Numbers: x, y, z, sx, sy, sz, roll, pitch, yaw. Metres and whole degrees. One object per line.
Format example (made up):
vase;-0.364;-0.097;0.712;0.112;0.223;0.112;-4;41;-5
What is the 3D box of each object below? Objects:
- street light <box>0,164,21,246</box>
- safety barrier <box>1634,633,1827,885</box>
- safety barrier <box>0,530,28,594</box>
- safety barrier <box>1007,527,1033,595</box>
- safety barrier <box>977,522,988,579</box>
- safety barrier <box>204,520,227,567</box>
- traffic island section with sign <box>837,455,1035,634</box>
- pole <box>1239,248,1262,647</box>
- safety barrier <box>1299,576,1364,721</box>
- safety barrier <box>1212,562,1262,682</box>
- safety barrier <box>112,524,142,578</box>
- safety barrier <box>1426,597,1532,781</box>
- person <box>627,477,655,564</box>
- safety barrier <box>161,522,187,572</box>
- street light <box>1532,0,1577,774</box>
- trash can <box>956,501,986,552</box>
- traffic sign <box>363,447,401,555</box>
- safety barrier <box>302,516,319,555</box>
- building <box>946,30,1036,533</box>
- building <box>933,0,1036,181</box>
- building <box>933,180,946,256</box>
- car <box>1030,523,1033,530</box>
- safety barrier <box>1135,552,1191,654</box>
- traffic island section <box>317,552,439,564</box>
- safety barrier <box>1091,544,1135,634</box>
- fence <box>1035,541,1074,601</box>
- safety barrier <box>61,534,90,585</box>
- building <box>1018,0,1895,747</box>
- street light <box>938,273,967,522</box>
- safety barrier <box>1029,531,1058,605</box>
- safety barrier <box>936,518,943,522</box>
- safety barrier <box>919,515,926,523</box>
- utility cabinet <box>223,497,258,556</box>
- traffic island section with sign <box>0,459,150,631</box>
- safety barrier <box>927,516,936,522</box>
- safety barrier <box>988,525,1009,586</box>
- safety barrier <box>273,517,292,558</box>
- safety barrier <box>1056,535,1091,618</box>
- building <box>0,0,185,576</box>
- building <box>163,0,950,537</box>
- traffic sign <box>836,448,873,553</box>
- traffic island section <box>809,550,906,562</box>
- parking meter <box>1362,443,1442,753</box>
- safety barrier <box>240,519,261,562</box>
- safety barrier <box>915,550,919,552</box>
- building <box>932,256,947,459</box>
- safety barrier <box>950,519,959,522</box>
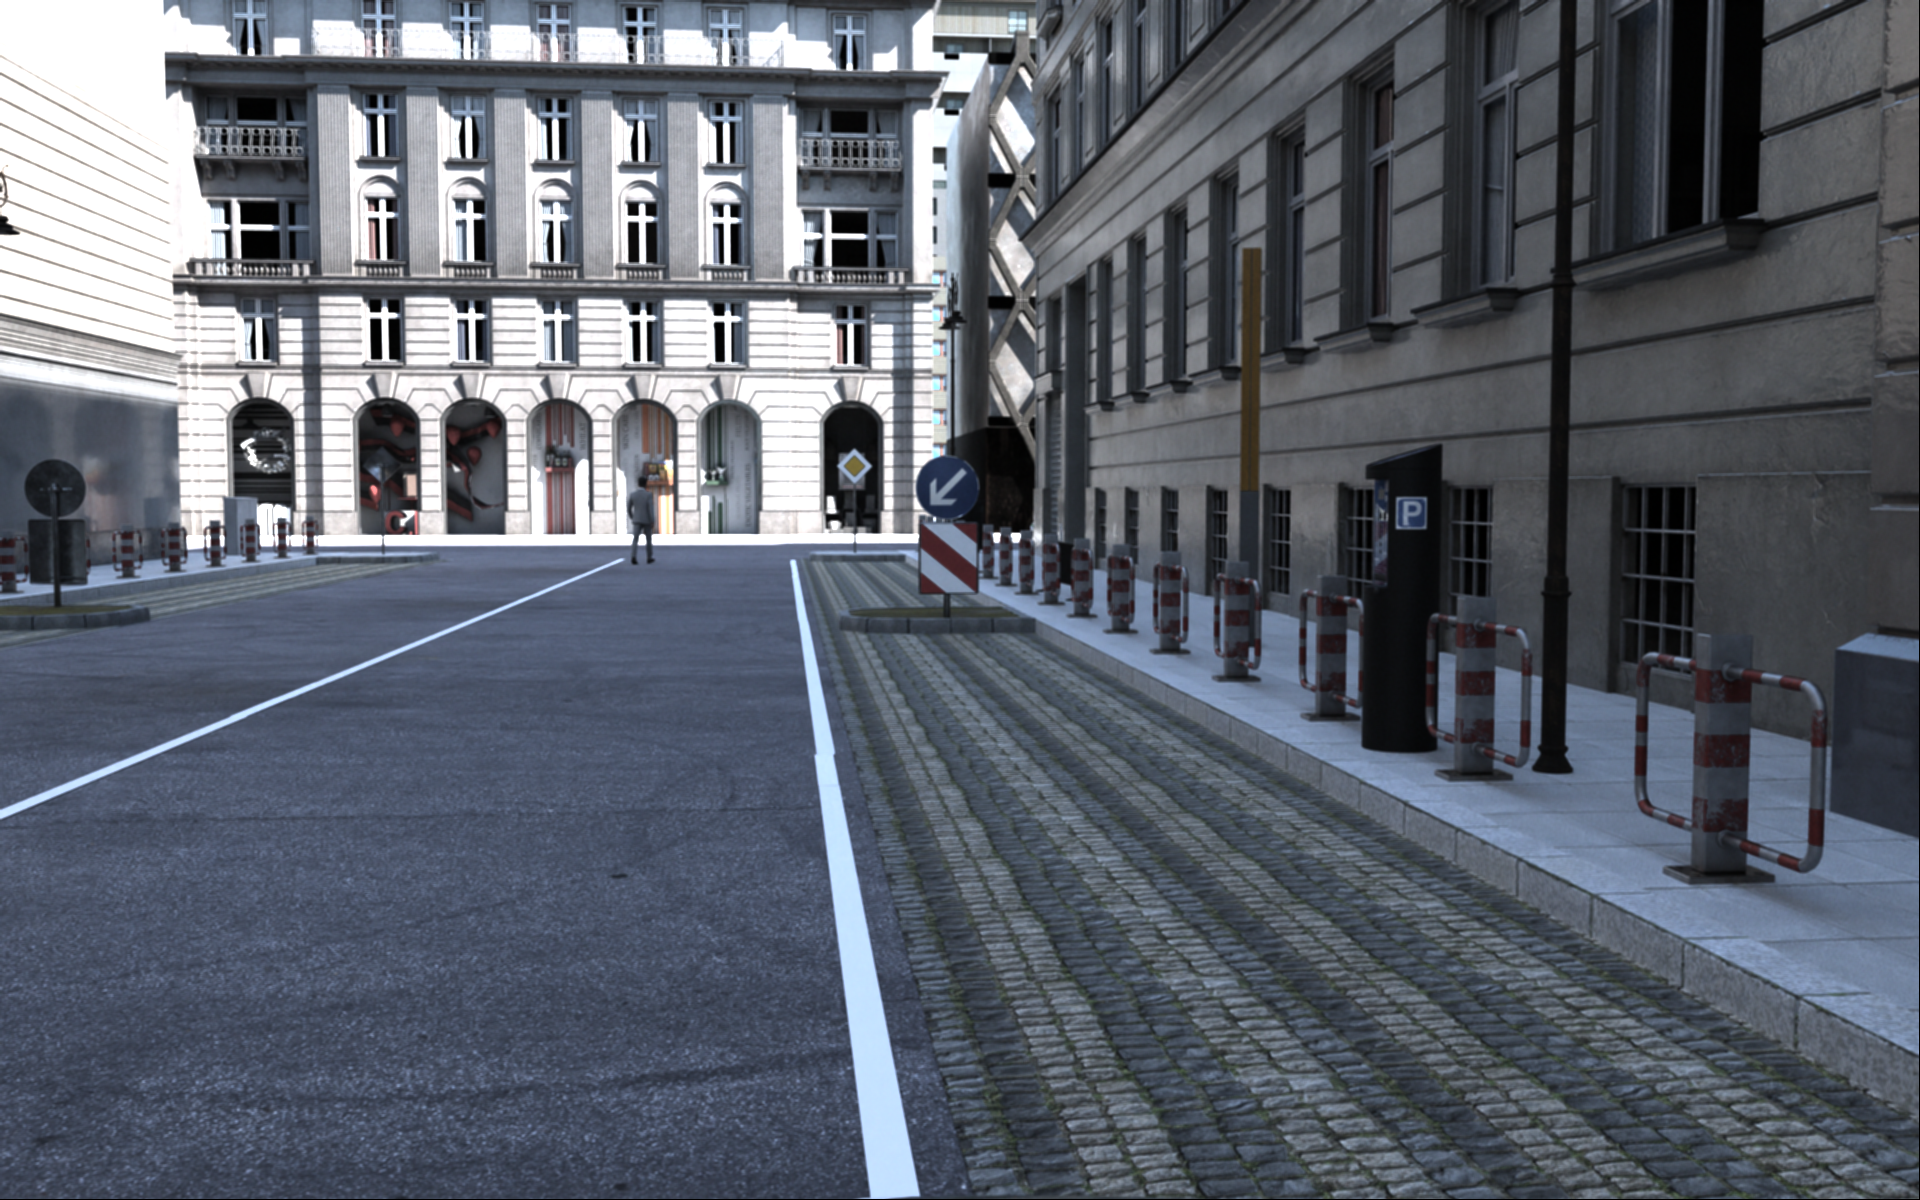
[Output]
street light;-12.880;-3.059;22.799;0.468;5.910;1.993;0;4;-6
safety barrier;2.533;0.521;5.760;0.300;0.817;1.120;0;4;-6
safety barrier;-12.301;-0.496;22.383;0.300;0.817;1.120;0;4;-6
safety barrier;0.848;-0.479;22.110;0.300;0.817;1.120;0;4;-6
safety barrier;0.427;-0.730;26.209;0.300;0.817;1.120;0;4;-6
safety barrier;-13.134;-0.995;30.549;0.300;0.817;1.120;0;4;-6
traffic island section with sign;-0.310;-0.610;18.602;1.989;1.847;2.006;0;4;-6
pole;2.429;-1.263;14.500;0.158;3.312;0.155;0;3;0
safety barrier;2.110;0.271;9.842;0.300;0.817;1.120;0;4;-6
safety barrier;1.899;0.146;11.890;0.300;0.817;1.120;0;4;-6
safety barrier;-12.718;-0.746;26.466;0.300;0.817;1.120;0;4;-6
safety barrier;2.320;0.396;7.801;0.300;0.817;1.120;0;4;-6
person;-6.540;-1.638;35.557;0.678;1.792;0.850;1;4;10
safety barrier;-12.928;-0.870;28.508;0.300;0.817;1.120;0;4;-6
street light;2.745;-2.144;7.845;0.468;5.910;1.993;0;4;-6
trash can;0.211;-1.621;38.158;0.748;1.137;0.748;0;3;0
traffic sign;-12.238;-2.022;36.706;0.795;2.450;0.064;0;4;-6
safety barrier;-13.762;-1.371;36.687;0.300;0.817;1.120;0;4;-6
building;8.629;-11.906;62.116;16.811;18.784;16.820;0;4;-6
building;0.505;-36.282;182.451;28.713;52.752;27.495;0;4;-6
building;-5.084;-23.849;161.626;14.160;30.474;14.107;0;4;-6
car;4.353;-2.470;49.173;4.718;1.807;1.959;0;4;-5
safety barrier;1.691;0.021;13.936;0.300;0.817;1.120;0;4;-6
traffic island section;-12.261;-0.886;36.765;2.009;0.180;2.903;0;4;-6
safety barrier;1.481;-0.104;15.977;0.300;0.817;1.120;0;4;-6
fence;1.276;-0.393;21.803;0.278;0.683;2.069;0;4;-8
safety barrier;-12.506;-0.621;24.425;0.300;0.817;1.120;0;4;-6
building;10.228;-11.578;22.579;16.112;22.955;30.059;0;4;-6
street light;-0.153;-3.888;36.364;0.468;5.910;1.993;0;4;-6
safety barrier;1.056;-0.354;20.068;0.300;0.817;1.120;0;4;-6
safety barrier;-0.204;-1.105;32.337;0.300;0.817;1.120;0;4;-6
safety barrier;-0.624;-1.354;36.419;0.300;0.817;1.120;0;4;-6
utility cabinet;-15.184;-1.557;36.611;0.306;1.237;1.020;0;4;2
traffic island section with sign;-10.108;-0.634;18.995;1.989;1.847;2.006;0;4;-6
safety barrier;-0.413;-1.230;34.378;0.300;0.817;1.120;0;4;-6
safety barrier;0.639;-0.604;24.151;0.300;0.817;1.120;0;4;-6
safety barrier;-13.556;-1.245;34.638;0.300;0.817;1.120;0;4;-6
safety barrier;1.267;-0.229;18.022;0.300;0.817;1.120;0;4;-6
building;-24.289;-11.020;29.331;18.267;20.994;9.793;0;4;-6
building;-12.929;-13.259;58.582;24.055;21.916;13.314;0;4;-6
traffic sign;-2.294;-2.083;37.704;0.795;2.450;0.064;0;4;-6
traffic island section;-2.271;-0.948;37.783;2.009;0.180;2.903;0;4;-6
parking meter;2.222;-0.019;8.717;0.372;1.533;0.369;0;3;0
safety barrier;-13.351;-1.121;32.597;0.300;0.817;1.120;0;4;-6
safety barrier;-0.833;-1.480;38.470;0.300;0.817;1.120;0;4;-6
building;4.228;-18.119;141.277;27.650;21.520;28.899;0;4;-6
safety barrier;0.011;-0.980;30.296;0.300;0.817;1.120;0;4;-6
